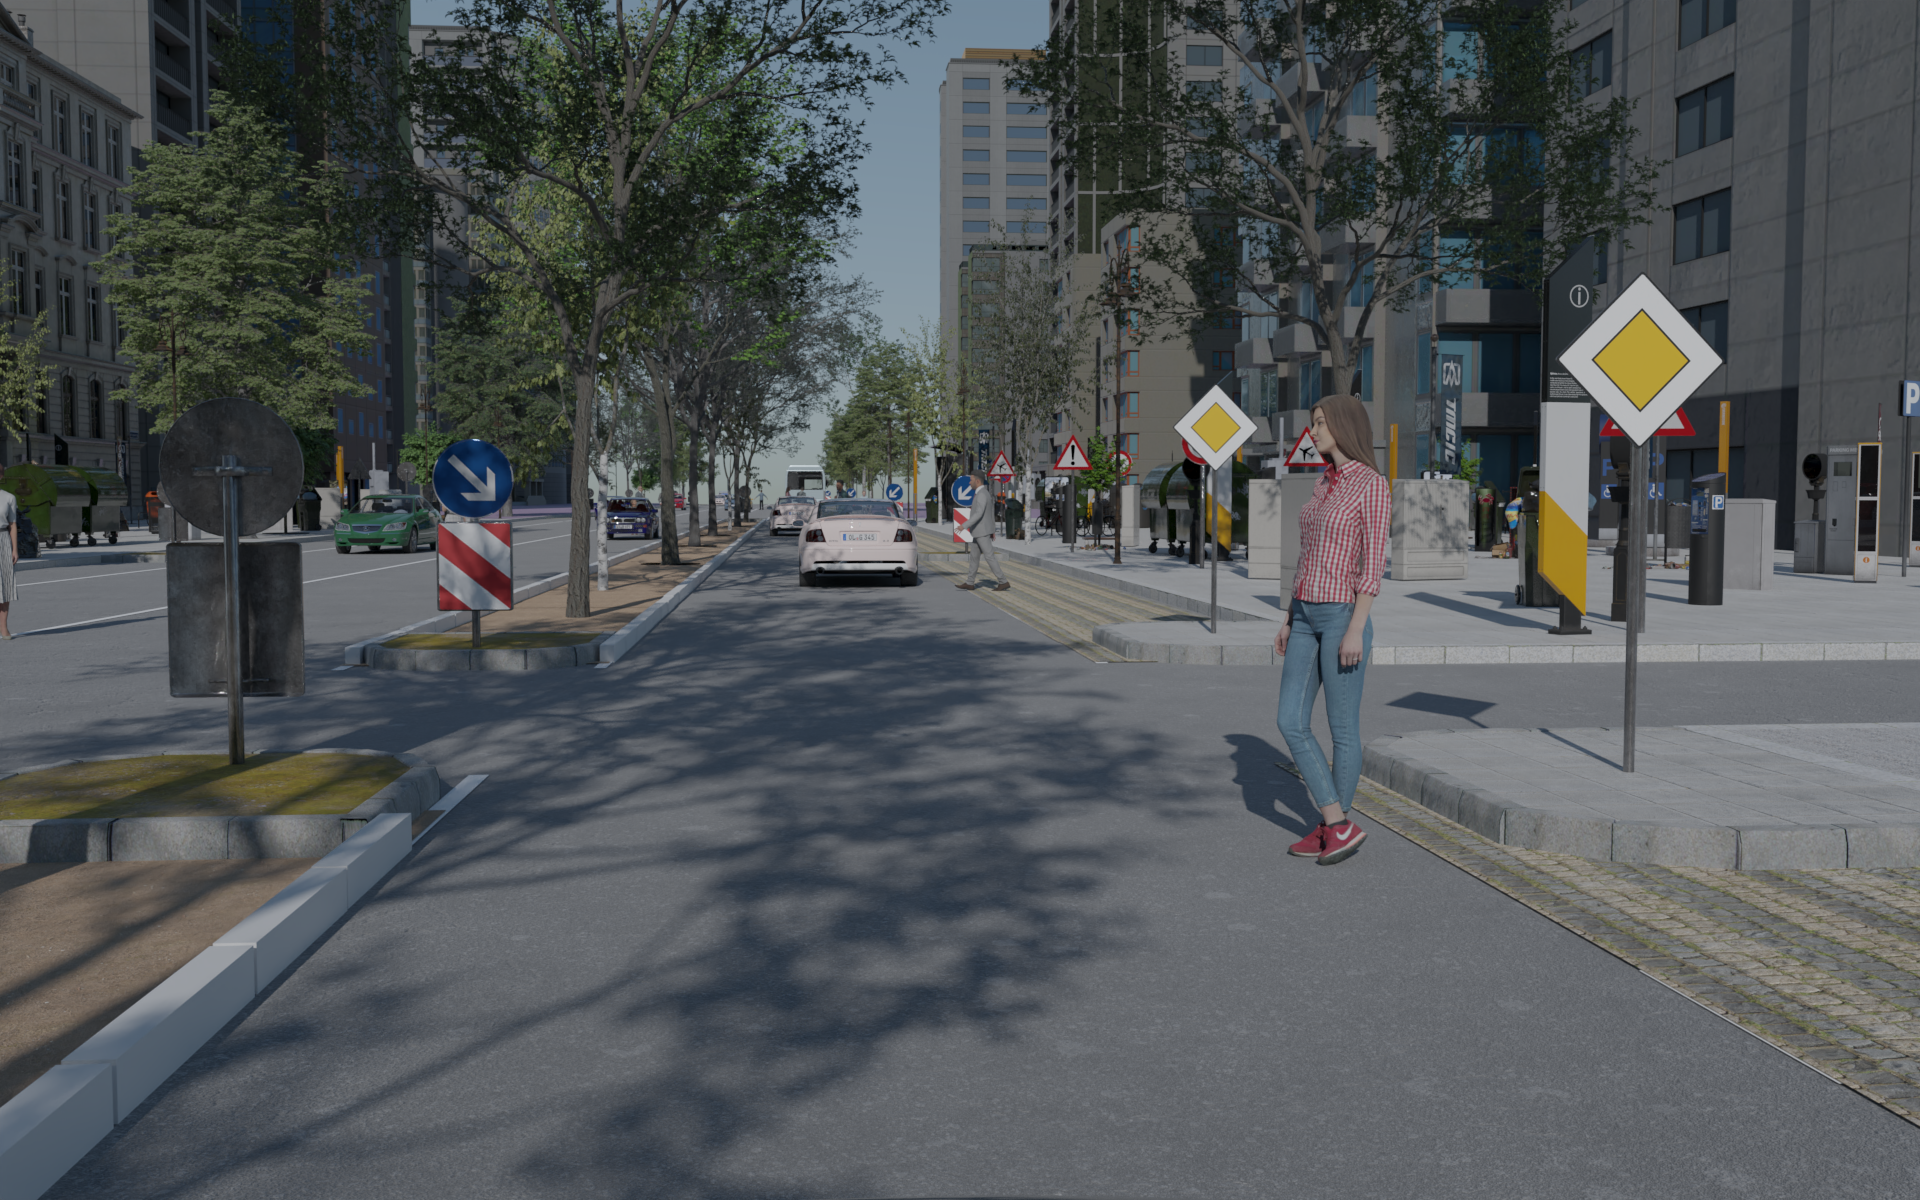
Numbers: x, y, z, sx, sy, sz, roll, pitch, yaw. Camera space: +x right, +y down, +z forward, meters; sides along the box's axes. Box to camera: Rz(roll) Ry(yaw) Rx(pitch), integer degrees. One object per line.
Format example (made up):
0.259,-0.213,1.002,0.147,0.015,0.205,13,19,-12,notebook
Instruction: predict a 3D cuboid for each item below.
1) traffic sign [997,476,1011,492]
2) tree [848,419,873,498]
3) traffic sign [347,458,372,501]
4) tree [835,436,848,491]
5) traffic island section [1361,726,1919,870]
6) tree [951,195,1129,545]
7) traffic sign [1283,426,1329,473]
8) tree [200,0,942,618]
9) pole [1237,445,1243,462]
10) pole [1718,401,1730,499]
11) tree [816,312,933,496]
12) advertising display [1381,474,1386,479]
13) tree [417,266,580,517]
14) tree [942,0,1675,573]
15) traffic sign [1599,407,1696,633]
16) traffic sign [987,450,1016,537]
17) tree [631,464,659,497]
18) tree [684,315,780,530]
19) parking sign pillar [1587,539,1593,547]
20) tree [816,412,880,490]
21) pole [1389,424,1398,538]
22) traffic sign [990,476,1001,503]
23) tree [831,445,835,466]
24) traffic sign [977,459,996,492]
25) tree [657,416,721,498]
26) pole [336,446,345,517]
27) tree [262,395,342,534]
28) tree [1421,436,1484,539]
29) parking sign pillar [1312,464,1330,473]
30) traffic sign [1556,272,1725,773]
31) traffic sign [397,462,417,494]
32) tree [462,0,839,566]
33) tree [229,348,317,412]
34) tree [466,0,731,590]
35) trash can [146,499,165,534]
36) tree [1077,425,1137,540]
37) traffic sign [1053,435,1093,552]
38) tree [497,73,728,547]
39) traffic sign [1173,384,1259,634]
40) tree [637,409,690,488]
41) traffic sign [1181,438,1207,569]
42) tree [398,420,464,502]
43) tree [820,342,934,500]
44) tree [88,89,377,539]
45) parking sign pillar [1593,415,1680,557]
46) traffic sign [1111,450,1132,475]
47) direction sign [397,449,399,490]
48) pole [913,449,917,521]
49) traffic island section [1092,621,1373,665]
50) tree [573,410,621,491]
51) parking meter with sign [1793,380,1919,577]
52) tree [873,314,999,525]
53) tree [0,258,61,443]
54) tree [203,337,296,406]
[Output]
2.083,-5.080,83.162,0.768,2.556,0.104,0,4,-1,traffic sign
-6.331,-11.743,142.365,4.737,8.622,4.395,0,3,0,tree
-21.465,-3.786,61.909,0.884,2.594,0.081,0,4,3,traffic sign
-7.411,-12.065,147.626,4.737,8.622,4.395,0,3,0,tree
3.107,0.873,8.012,2.009,0.180,2.903,0,4,-5,traffic island section
1.933,-5.714,43.790,4.360,8.622,3.978,0,3,0,tree
6.633,-2.033,33.237,0.884,2.594,0.081,0,3,0,traffic sign
-4.408,-5.045,19.359,8.767,10.594,7.601,0,4,-5,tree
10.509,-4.360,65.123,0.158,3.312,0.155,0,3,0,pole
16.834,-2.713,38.206,0.158,3.312,0.155,0,3,0,pole
-8.834,-19.664,177.402,12.611,20.169,13.585,0,3,0,tree
13.573,-3.111,56.073,0.123,1.923,0.974,2,4,32,advertising display
-25.772,-11.709,98.101,9.857,13.997,8.962,0,3,0,tree
4.950,-5.351,21.903,8.767,10.594,7.601,-1,4,-14,tree
6.291,-0.973,15.919,0.884,2.594,0.081,0,4,-1,traffic sign
1.238,-3.154,51.576,0.884,2.594,0.081,0,4,3,traffic sign
-34.022,-12.411,186.634,4.285,4.588,4.351,0,3,0,tree
-8.957,-6.999,67.257,4.360,8.622,3.978,0,3,0,tree
15.762,-3.272,41.975,1.447,3.967,1.447,1,4,22,parking sign pillar
-15.595,-19.754,239.981,9.611,12.733,9.660,0,3,0,tree
12.620,-3.463,50.460,0.158,3.312,0.155,0,3,0,pole
1.195,-4.052,66.255,0.884,2.594,0.081,0,4,-4,traffic sign
-12.410,-14.924,194.373,4.737,8.622,4.395,0,3,0,tree
0.984,-3.689,60.426,0.768,2.556,0.104,0,4,-2,traffic sign
-38.815,-19.933,242.904,9.611,12.733,9.660,0,3,0,tree
-26.379,-4.893,73.849,0.158,3.312,0.155,0,3,0,pole
-21.733,-4.409,55.795,4.285,4.588,4.351,0,3,0,tree
14.271,-3.370,49.704,1.663,3.219,1.824,0,3,0,tree
11.603,-3.991,53.719,1.447,3.967,1.447,0,4,-4,parking sign pillar
3.084,-0.262,7.933,0.795,2.450,0.064,0,4,-5,traffic sign
-21.889,-4.185,68.525,0.768,2.556,0.104,0,4,-5,traffic sign
-5.949,-6.507,34.609,9.928,11.665,9.643,0,3,0,tree
-33.912,-8.236,85.019,4.737,8.622,4.395,0,3,0,tree
-5.347,-4.452,25.615,4.737,8.622,4.395,0,3,0,tree
-25.683,-2.682,55.511,0.748,1.137,0.748,0,3,0,trash can
3.874,-3.319,48.869,1.663,3.219,1.824,0,3,0,tree
2.474,-2.324,37.999,0.884,2.594,0.081,0,4,1,traffic sign
-7.230,-8.182,46.602,12.009,13.543,11.850,0,3,0,tree
2.332,-0.749,15.883,0.795,2.450,0.064,0,4,-5,traffic sign
-36.107,-17.958,211.733,7.486,12.596,7.792,0,3,0,tree
4.165,-1.811,29.724,0.768,2.556,0.104,0,4,-2,traffic sign
-23.402,-5.705,76.998,4.285,4.588,4.351,0,3,0,tree
-5.518,-12.920,129.364,7.486,12.596,7.792,0,3,0,tree
-20.276,-7.988,48.735,7.486,12.596,7.792,0,3,0,tree
14.249,-2.910,36.056,1.447,3.967,1.447,0,4,2,parking sign pillar
4.604,-3.064,50.210,0.768,2.556,0.104,0,4,1,traffic sign
-28.376,-5.838,87.447,0.379,3.537,0.876,-1,4,-16,direction sign
-2.018,-5.154,78.112,0.158,3.312,0.155,0,3,0,pole
2.354,0.386,15.962,2.009,0.180,2.903,0,4,-5,traffic island section
-30.038,-11.863,144.319,4.360,8.622,3.978,0,3,0,tree
14.129,-1.904,27.384,0.543,3.016,1.738,-2,4,-35,parking meter with sign
-0.702,-7.375,70.940,4.737,8.622,4.395,0,3,0,tree
-29.903,-6.262,52.752,4.737,8.622,4.395,0,3,0,tree
-31.076,-7.673,75.823,4.360,8.622,3.978,0,3,0,tree
